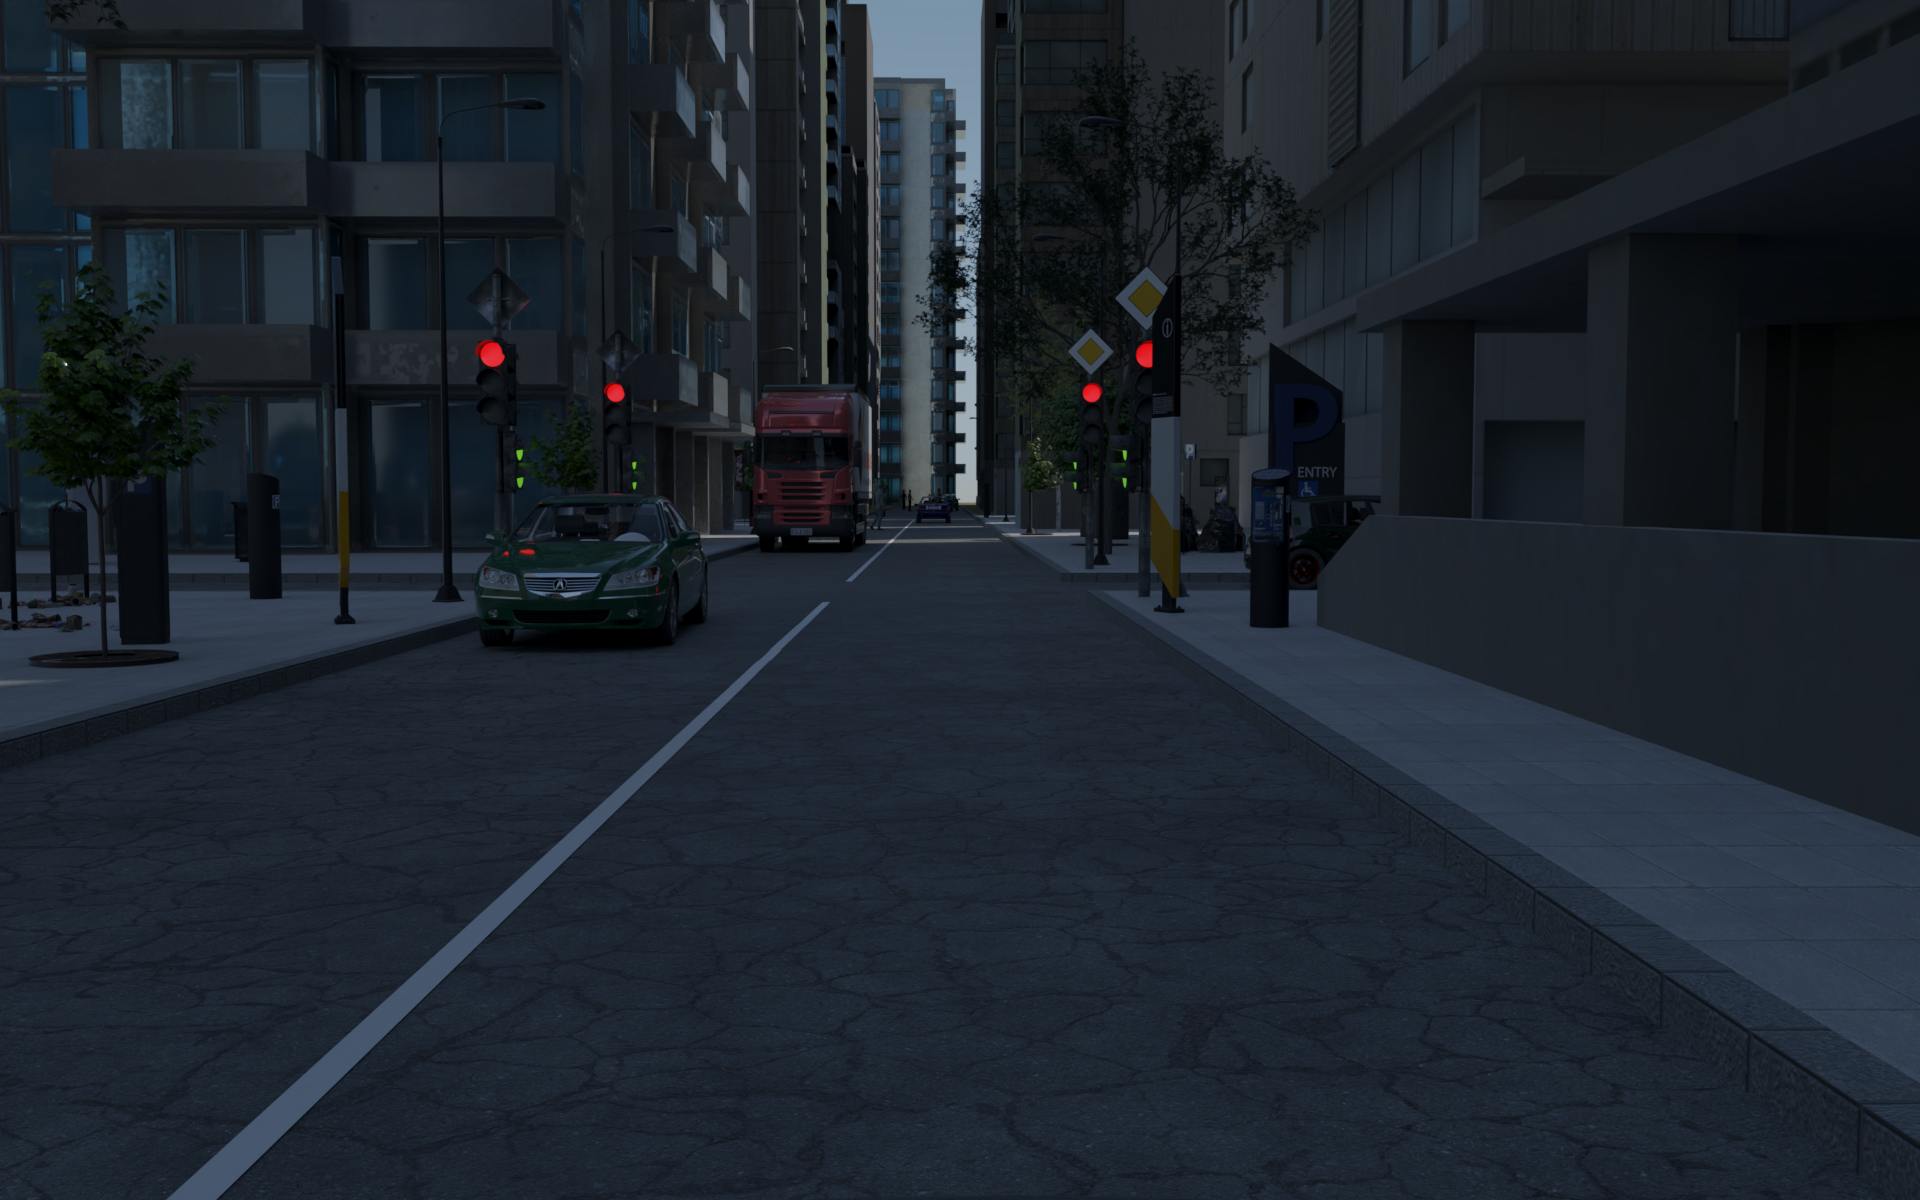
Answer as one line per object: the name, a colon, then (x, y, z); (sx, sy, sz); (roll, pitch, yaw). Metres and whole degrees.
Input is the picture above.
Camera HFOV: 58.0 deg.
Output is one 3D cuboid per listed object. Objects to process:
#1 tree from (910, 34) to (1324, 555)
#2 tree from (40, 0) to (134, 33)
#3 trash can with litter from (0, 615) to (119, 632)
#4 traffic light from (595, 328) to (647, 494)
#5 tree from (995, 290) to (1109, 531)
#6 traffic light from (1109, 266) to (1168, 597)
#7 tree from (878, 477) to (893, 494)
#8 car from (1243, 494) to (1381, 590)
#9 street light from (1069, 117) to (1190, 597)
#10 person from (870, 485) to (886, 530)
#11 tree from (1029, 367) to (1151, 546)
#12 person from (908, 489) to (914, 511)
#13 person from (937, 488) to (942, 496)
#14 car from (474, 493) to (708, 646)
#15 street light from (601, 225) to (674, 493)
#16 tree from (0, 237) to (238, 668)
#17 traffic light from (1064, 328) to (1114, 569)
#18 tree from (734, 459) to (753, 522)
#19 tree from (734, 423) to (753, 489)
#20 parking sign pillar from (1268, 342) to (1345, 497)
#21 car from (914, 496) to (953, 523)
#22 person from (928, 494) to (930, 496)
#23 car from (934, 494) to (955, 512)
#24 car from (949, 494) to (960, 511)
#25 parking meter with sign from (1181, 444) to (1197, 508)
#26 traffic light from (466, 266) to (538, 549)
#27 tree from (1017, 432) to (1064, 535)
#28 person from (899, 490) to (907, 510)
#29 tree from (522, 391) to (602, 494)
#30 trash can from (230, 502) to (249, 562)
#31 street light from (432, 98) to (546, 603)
tree: (3.061, -6.225, 36.193); (8.767, 10.594, 7.601); (0, 4, 3)
tree: (-6.600, -4.455, 7.247); (8.767, 10.594, 7.601); (0, 3, 0)
trash can with litter: (-8.987, -0.330, 16.458); (2.233, 1.210, 1.678); (1, 4, 20)
traffic light: (-5.763, -2.475, 29.394); (0.839, 4.253, 0.868); (0, 4, -1)
tree: (3.344, -6.690, 59.739); (4.737, 8.622, 4.395); (0, 3, 0)
traffic light: (2.282, -1.993, 21.509); (0.839, 4.253, 0.868); (0, 4, -1)
tree: (-8.141, -11.469, 182.112); (1.663, 3.219, 1.824); (0, 3, 0)
car: (6.477, -1.024, 26.530); (4.222, 1.686, 2.009); (0, 4, -1)
street light: (2.160, -2.994, 21.495); (1.470, 5.913, 1.316); (0, 4, -1)
person: (-3.177, -3.679, 68.780); (0.853, 1.813, 0.709); (-3, 5, -39)
tree: (3.415, -3.637, 43.184); (4.285, 4.588, 4.351); (0, 3, 0)
person: (-4.147, -8.305, 144.269); (0.705, 1.826, 1.348); (1, 4, 14)
person: (-1.375, -6.282, 111.304); (0.705, 1.812, 1.348); (-1, 4, -8)
car: (-3.681, -0.372, 17.885); (2.131, 1.459, 4.920); (0, 4, -2)
street light: (-5.640, -3.519, 30.081); (1.470, 5.913, 1.316); (0, 4, -1)
tree: (-6.581, -1.127, 13.022); (1.663, 3.219, 1.824); (0, 3, 0)
traffic light: (2.197, -2.482, 29.494); (0.839, 4.253, 0.868); (0, 4, -1)
tree: (-9.929, -5.208, 79.750); (1.663, 3.219, 1.824); (0, 3, 0)
tree: (-7.955, -5.378, 71.641); (4.285, 4.588, 4.351); (0, 3, 0)
parking sign pillar: (6.149, -2.586, 30.760); (1.447, 3.967, 1.447); (0, 4, 2)
car: (-1.316, -4.499, 86.142); (1.945, 1.354, 3.894); (0, 4, -1)
person: (-2.824, -9.007, 159.025); (0.557, 1.426, 1.065); (0, 4, -2)
car: (-1.487, -7.883, 140.687); (2.131, 1.459, 4.920); (0, 4, 0)
car: (-1.025, -8.365, 148.568); (2.131, 1.459, 4.920); (0, 4, 0)
parking meter with sign: (7.276, -3.871, 59.558); (1.738, 3.016, 0.543); (-2, 4, -32)
traffic light: (-5.679, -1.987, 21.409); (0.839, 4.253, 0.868); (0, 4, -1)
tree: (2.364, -3.636, 54.049); (1.663, 3.219, 1.824); (0, 3, 0)
person: (-5.193, -9.213, 159.091); (0.705, 1.831, 1.348); (-2, 4, -34)
tree: (-7.224, -2.337, 32.816); (1.663, 3.219, 1.824); (0, 3, 0)
trash can: (-13.410, -1.293, 32.788); (0.748, 1.137, 0.748); (0, 3, 0)
street light: (-5.562, -2.932, 20.472); (1.470, 5.913, 1.316); (0, 4, -1)
